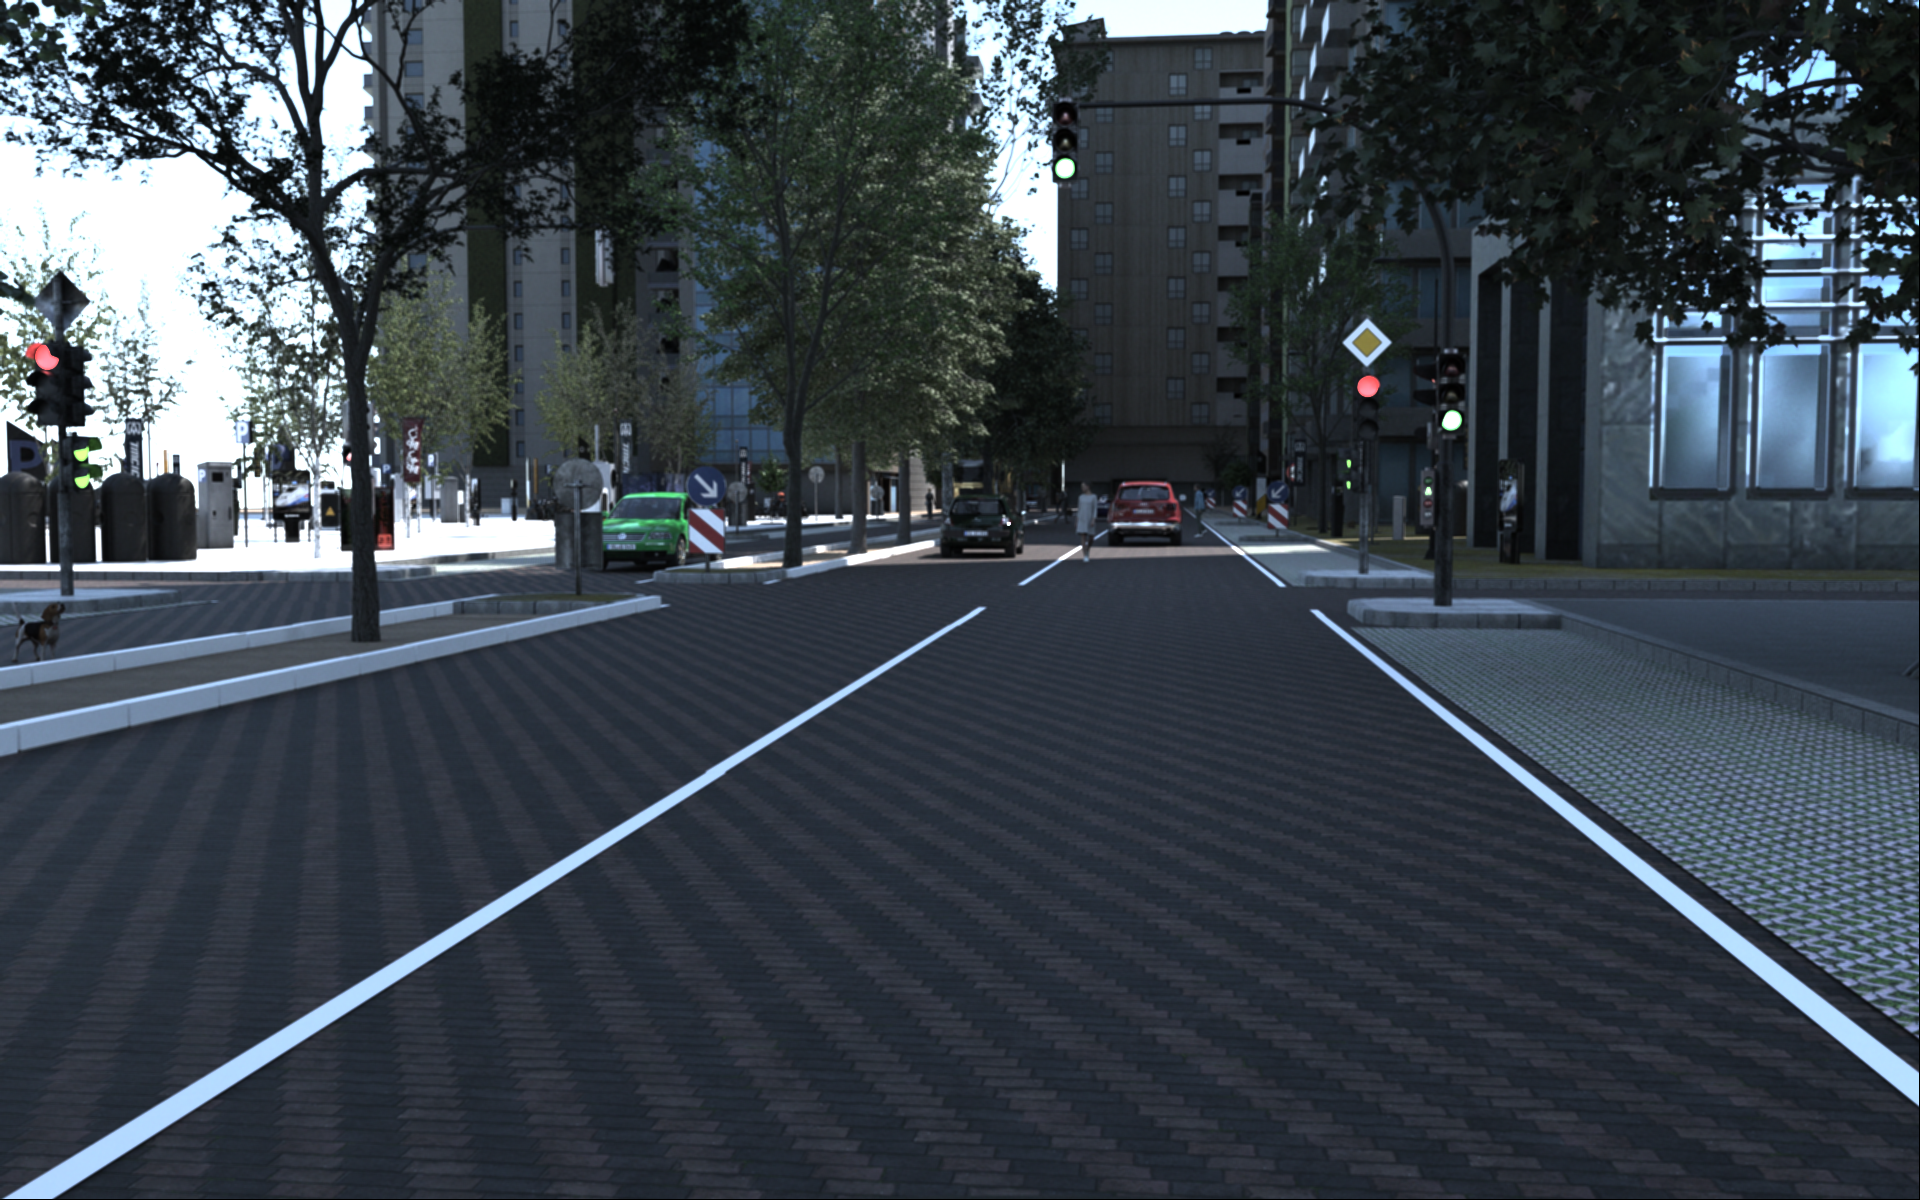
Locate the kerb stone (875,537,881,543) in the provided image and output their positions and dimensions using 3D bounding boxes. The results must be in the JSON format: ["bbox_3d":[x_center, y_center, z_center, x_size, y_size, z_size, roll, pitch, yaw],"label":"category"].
[{"bbox_3d":[-2.510,-1.738,50.607,0.120,0.150,1.000,0,4,7],"label":"kerb stone"}]

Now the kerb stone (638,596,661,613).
[{"bbox_3d":[-3.881,0.054,21.310,0.120,0.150,1.000,0,4,7],"label":"kerb stone"}]

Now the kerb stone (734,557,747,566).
[{"bbox_3d":[-4.451,-0.740,34.349,0.120,0.150,1.000,0,4,7],"label":"kerb stone"}]

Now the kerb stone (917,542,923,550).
[{"bbox_3d":[-1.151,-1.350,44.264,0.120,0.150,1.000,0,4,7],"label":"kerb stone"}]

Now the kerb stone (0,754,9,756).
[{"bbox_3d":[-5.342,0.800,9.108,0.120,0.150,1.000,0,4,7],"label":"kerb stone"}]

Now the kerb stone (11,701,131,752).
[{"bbox_3d":[-5.221,0.738,10.129,0.120,0.150,1.000,0,4,7],"label":"kerb stone"}]

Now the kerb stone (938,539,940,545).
[{"bbox_3d":[-0.664,-1.598,48.329,0.120,0.150,1.000,0,4,7],"label":"kerb stone"}]

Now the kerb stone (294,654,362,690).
[{"bbox_3d":[-4.857,0.552,13.176,0.120,0.150,1.000,0,4,7],"label":"kerb stone"}]

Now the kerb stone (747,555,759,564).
[{"bbox_3d":[-4.325,-0.806,35.366,0.120,0.150,1.000,0,4,7],"label":"kerb stone"}]

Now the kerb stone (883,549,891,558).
[{"bbox_3d":[-1.750,-1.039,39.181,0.120,0.150,1.000,0,4,7],"label":"kerb stone"}]

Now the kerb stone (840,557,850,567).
[{"bbox_3d":[-2.366,-0.727,34.086,0.120,0.150,1.000,0,4,7],"label":"kerb stone"}]

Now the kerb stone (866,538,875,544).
[{"bbox_3d":[-2.637,-1.676,49.592,0.120,0.150,1.000,0,4,7],"label":"kerb stone"}]

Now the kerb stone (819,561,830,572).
[{"bbox_3d":[-2.600,-0.600,32.039,0.120,0.150,1.000,0,4,7],"label":"kerb stone"}]

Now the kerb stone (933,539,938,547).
[{"bbox_3d":[-0.784,-1.532,47.313,0.120,0.150,1.000,0,4,7],"label":"kerb stone"}]

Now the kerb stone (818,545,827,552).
[{"bbox_3d":[-3.481,-1.240,42.477,0.120,0.150,1.000,0,4,7],"label":"kerb stone"}]

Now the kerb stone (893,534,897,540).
[{"bbox_3d":[-2.149,-1.922,53.653,0.120,0.150,1.000,0,4,7],"label":"kerb stone"}]

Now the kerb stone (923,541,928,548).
[{"bbox_3d":[-1.038,-1.412,45.280,0.120,0.150,1.000,0,4,7],"label":"kerb stone"}]

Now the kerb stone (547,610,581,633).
[{"bbox_3d":[-4.254,0.241,18.261,0.120,0.150,1.000,0,4,7],"label":"kerb stone"}]

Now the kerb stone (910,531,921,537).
[{"bbox_3d":[-1.543,-2.233,58.731,0.120,0.150,1.000,0,4,7],"label":"kerb stone"}]

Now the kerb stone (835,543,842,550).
[{"bbox_3d":[-3.239,-1.362,44.507,0.120,0.150,1.000,0,4,7],"label":"kerb stone"}]

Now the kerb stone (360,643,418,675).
[{"bbox_3d":[-4.734,0.494,14.191,0.120,0.150,1.000,0,4,7],"label":"kerb stone"}]

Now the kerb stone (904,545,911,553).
[{"bbox_3d":[-1.393,-1.224,42.230,0.120,0.150,1.000,0,4,7],"label":"kerb stone"}]

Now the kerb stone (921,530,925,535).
[{"bbox_3d":[-1.422,-2.295,59.760,0.120,0.150,1.000,0,4,7],"label":"kerb stone"}]

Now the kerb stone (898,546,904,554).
[{"bbox_3d":[-1.515,-1.163,41.215,0.120,0.150,1.000,0,4,7],"label":"kerb stone"}]

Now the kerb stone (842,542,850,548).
[{"bbox_3d":[-3.115,-1.427,45.523,0.120,0.150,1.000,0,4,7],"label":"kerb stone"}]

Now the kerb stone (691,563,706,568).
[{"bbox_3d":[-4.810,-0.553,31.269,0.120,0.150,1.000,0,4,7],"label":"kerb stone"}]

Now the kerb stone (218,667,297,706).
[{"bbox_3d":[-4.979,0.614,12.158,0.120,0.150,1.000,0,4,7],"label":"kerb stone"}]

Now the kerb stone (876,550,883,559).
[{"bbox_3d":[-1.882,-0.971,38.162,0.120,0.150,1.000,0,4,7],"label":"kerb stone"}]

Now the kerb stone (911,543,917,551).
[{"bbox_3d":[-1.269,-1.288,43.249,0.120,0.150,1.000,0,4,7],"label":"kerb stone"}]

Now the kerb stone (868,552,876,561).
[{"bbox_3d":[-1.999,-0.905,37.145,0.120,0.150,1.000,0,4,7],"label":"kerb stone"}]

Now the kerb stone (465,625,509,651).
[{"bbox_3d":[-4.498,0.365,16.232,0.120,0.150,1.000,0,4,7],"label":"kerb stone"}]

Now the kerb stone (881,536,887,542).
[{"bbox_3d":[-2.390,-1.796,51.623,0.120,0.150,1.000,0,4,7],"label":"kerb stone"}]

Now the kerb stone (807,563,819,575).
[{"bbox_3d":[-2.734,-0.539,31.018,0.120,0.150,1.000,0,4,7],"label":"kerb stone"}]

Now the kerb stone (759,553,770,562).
[{"bbox_3d":[-4.207,-0.864,36.384,0.120,0.150,1.000,0,4,7],"label":"kerb stone"}]

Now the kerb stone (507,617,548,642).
[{"bbox_3d":[-4.369,0.303,17.245,0.120,0.150,1.000,0,4,7],"label":"kerb stone"}]

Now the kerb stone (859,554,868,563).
[{"bbox_3d":[-2.123,-0.851,36.116,0.120,0.150,1.000,0,4,7],"label":"kerb stone"}]

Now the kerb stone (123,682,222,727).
[{"bbox_3d":[-5.097,0.676,11.143,0.120,0.150,1.000,0,4,7],"label":"kerb stone"}]

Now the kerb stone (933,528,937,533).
[{"bbox_3d":[-1.064,-2.484,62.812,0.120,0.150,1.000,0,4,7],"label":"kerb stone"}]

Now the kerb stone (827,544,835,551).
[{"bbox_3d":[-3.354,-1.302,43.491,0.120,0.150,1.000,0,4,7],"label":"kerb stone"}]

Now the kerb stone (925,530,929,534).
[{"bbox_3d":[-1.300,-2.352,60.782,0.120,0.150,1.000,0,4,7],"label":"kerb stone"}]

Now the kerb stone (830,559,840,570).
[{"bbox_3d":[-2.493,-0.664,33.059,0.120,0.150,1.000,0,4,7],"label":"kerb stone"}]

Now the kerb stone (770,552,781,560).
[{"bbox_3d":[-4.085,-0.926,37.399,0.120,0.150,1.000,0,4,7],"label":"kerb stone"}]

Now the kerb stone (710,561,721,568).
[{"bbox_3d":[-4.689,-0.618,32.292,0.120,0.150,1.000,0,4,7],"label":"kerb stone"}]

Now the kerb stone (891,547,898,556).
[{"bbox_3d":[-1.638,-1.101,40.197,0.120,0.150,1.000,0,4,7],"label":"kerb stone"}]

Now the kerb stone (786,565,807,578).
[{"bbox_3d":[-2.848,-0.477,30.001,0.120,0.150,1.000,0,4,7],"label":"kerb stone"}]

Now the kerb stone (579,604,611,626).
[{"bbox_3d":[-4.131,0.179,19.275,0.120,0.150,1.000,0,4,7],"label":"kerb stone"}]

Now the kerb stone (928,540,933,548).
[{"bbox_3d":[-0.909,-1.474,46.294,0.120,0.150,1.000,0,4,7],"label":"kerb stone"}]

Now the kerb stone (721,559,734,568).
[{"bbox_3d":[-4.571,-0.679,33.324,0.120,0.150,1.000,0,4,7],"label":"kerb stone"}]

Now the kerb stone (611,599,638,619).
[{"bbox_3d":[-4.011,0.118,20.296,0.120,0.150,1.000,0,4,7],"label":"kerb stone"}]

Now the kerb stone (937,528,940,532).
[{"bbox_3d":[-0.935,-2.544,63.840,0.120,0.150,1.000,0,4,7],"label":"kerb stone"}]

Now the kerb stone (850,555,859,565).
[{"bbox_3d":[-2.241,-0.789,35.101,0.120,0.150,1.000,0,4,7],"label":"kerb stone"}]

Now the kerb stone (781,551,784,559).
[{"bbox_3d":[-3.958,-0.992,38.415,0.120,0.150,1.000,0,4,7],"label":"kerb stone"}]

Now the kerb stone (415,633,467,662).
[{"bbox_3d":[-4.615,0.427,15.216,0.120,0.150,1.000,0,4,7],"label":"kerb stone"}]

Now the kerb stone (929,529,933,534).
[{"bbox_3d":[-1.173,-2.422,61.796,0.120,0.150,1.000,0,4,7],"label":"kerb stone"}]

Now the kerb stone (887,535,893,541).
[{"bbox_3d":[-2.266,-1.862,52.637,0.120,0.150,1.000,0,4,7],"label":"kerb stone"}]

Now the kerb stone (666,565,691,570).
[{"bbox_3d":[-4.941,-0.493,30.249,0.120,0.150,1.000,0,4,7],"label":"kerb stone"}]

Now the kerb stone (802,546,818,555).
[{"bbox_3d":[-3.608,-1.176,41.462,0.120,0.150,1.000,0,4,7],"label":"kerb stone"}]
